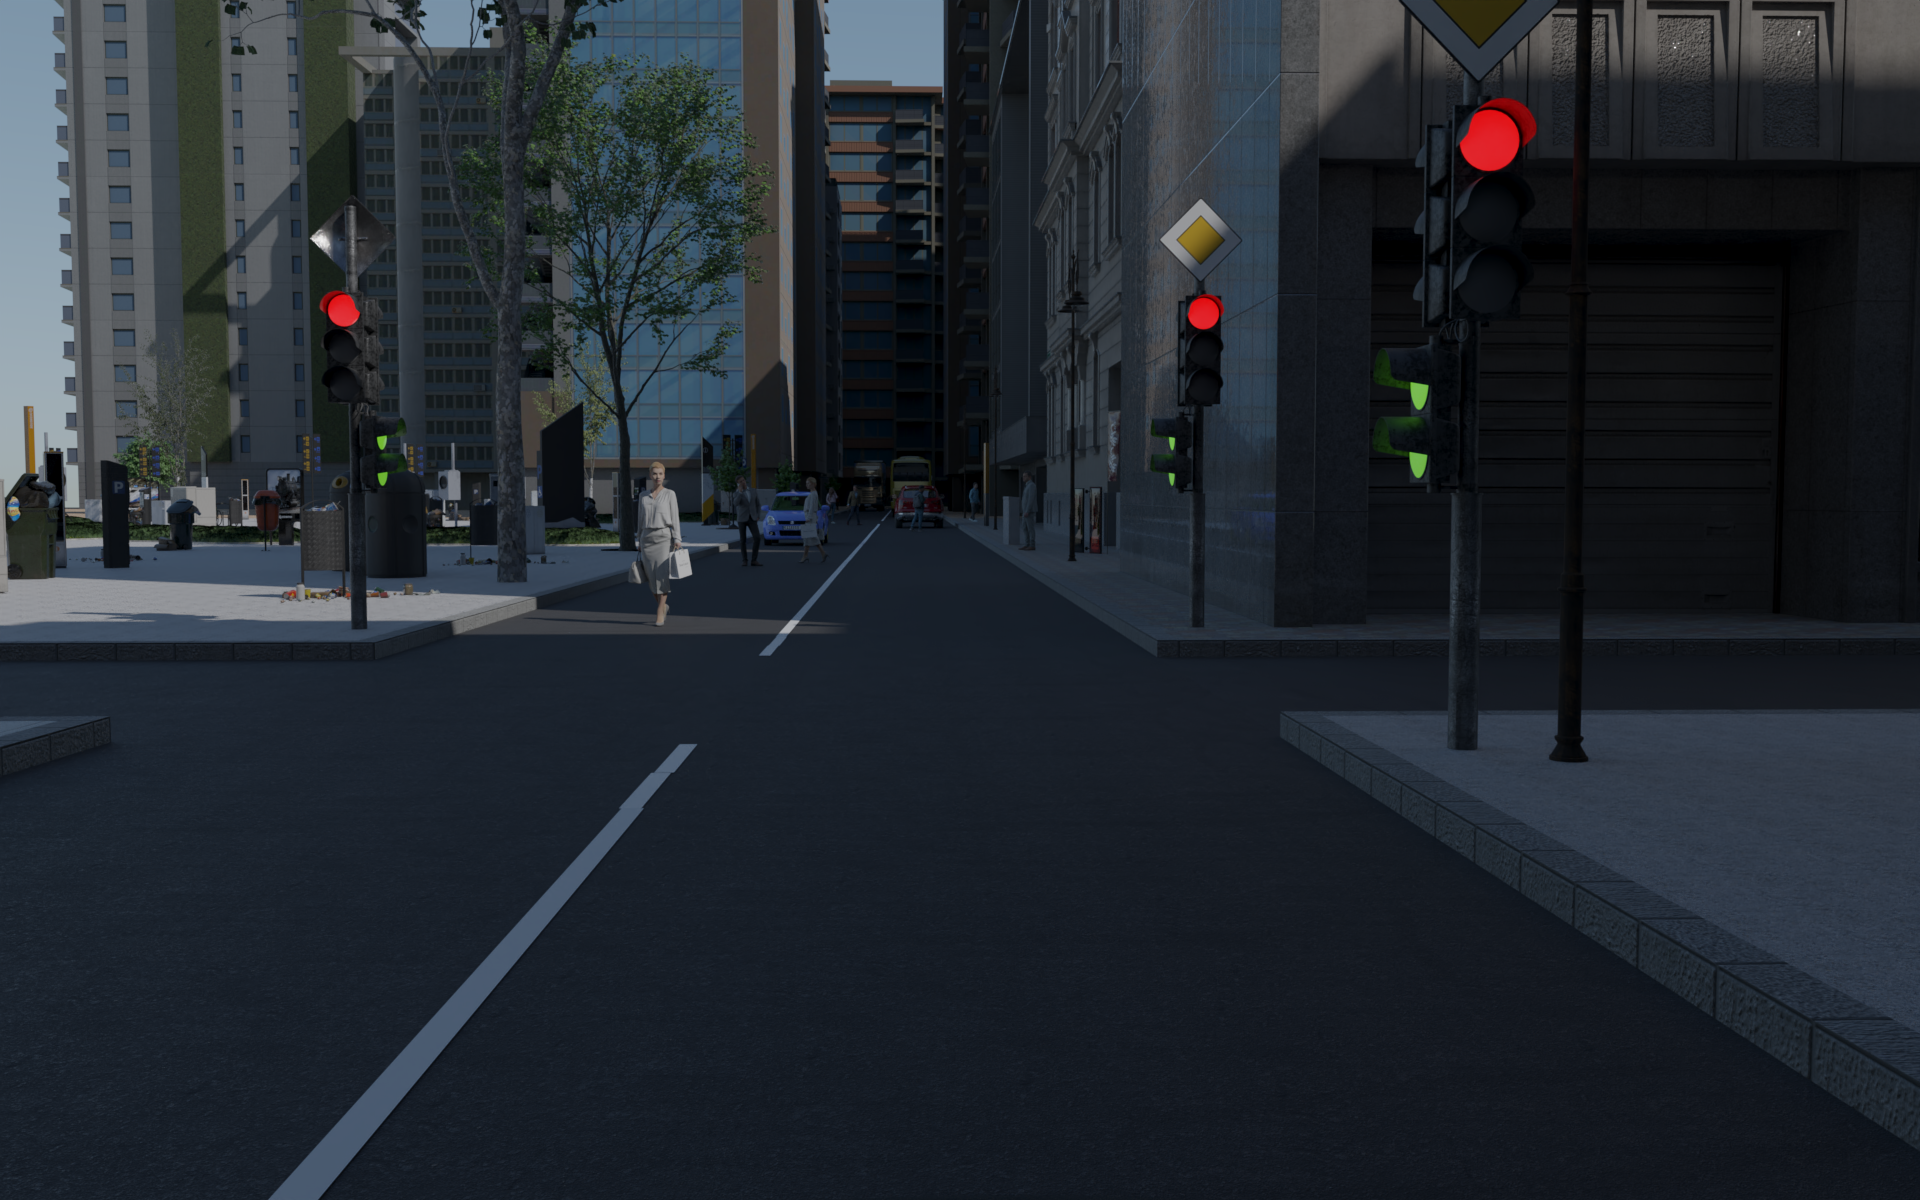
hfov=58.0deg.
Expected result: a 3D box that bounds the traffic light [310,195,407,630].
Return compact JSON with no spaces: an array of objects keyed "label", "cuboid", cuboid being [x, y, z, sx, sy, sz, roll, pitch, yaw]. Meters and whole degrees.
[{"label":"traffic light","cuboid":[-5.692,-1.677,16.340,0.839,4.253,0.868,0,4,-2]}]

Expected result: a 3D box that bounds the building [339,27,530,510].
[{"label":"building","cuboid":[-36.688,-28.033,150.214,23.993,40.220,32.217,0,4,-2]}]

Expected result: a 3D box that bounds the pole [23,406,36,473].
[{"label":"pole","cuboid":[-21.529,-2.831,40.129,0.158,3.312,0.155,0,3,0]}]

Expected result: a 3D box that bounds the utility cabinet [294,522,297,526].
[{"label":"utility cabinet","cuboid":[-26.605,-3.505,68.469,0.306,1.237,1.020,0,4,6]}]

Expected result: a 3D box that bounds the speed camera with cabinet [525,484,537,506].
[{"label":"speed camera with cabinet","cuboid":[-21.574,-5.679,87.187,2.038,3.252,0.660,0,4,-1]}]

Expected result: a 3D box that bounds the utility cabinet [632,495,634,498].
[{"label":"utility cabinet","cuboid":[-16.078,-4.688,87.806,1.020,1.237,0.306,-1,4,-12]}]

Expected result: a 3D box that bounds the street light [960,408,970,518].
[{"label":"street light","cuboid":[0.259,-7.249,91.307,0.468,5.910,1.993,0,4,-2]}]

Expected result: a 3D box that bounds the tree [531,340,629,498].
[{"label":"tree","cuboid":[-17.336,-7.942,80.208,4.737,8.622,4.395,0,3,0]}]

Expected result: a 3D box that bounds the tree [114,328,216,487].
[{"label":"tree","cuboid":[-34.549,-7.678,75.903,4.360,8.622,3.978,0,3,0]}]

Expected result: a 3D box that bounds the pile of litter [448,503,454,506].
[{"label":"pile of litter","cuboid":[-24.213,-4.252,83.483,1.176,0.858,1.719,-1,4,-13]}]

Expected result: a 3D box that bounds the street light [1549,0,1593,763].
[{"label":"street light","cuboid":[2.937,-2.165,8.178,0.468,5.910,1.993,0,4,-2]}]

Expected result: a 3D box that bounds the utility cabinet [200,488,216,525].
[{"label":"utility cabinet","cuboid":[-26.244,-3.111,59.543,1.173,1.500,0.318,-3,5,-43]}]

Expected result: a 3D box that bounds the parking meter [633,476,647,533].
[{"label":"parking meter","cuboid":[-10.522,-3.136,56.983,0.255,1.863,0.399,2,4,33]}]

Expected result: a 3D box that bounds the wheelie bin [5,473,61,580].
[{"label":"wheelie bin","cuboid":[-14.042,-1.120,26.224,0.693,1.594,0.980,-1,4,-11]}]

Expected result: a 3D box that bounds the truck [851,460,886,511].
[{"label":"truck","cuboid":[-7.631,-9.642,146.563,2.839,4.237,11.283,0,4,-1]}]

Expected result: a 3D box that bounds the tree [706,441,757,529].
[{"label":"tree","cuboid":[-8.532,-4.198,63.243,1.663,3.219,1.824,0,3,0]}]

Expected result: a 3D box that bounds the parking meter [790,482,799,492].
[{"label":"parking meter","cuboid":[-7.949,-4.745,83.286,0.399,1.863,0.255,2,4,29]}]

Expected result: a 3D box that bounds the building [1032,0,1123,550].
[{"label":"building","cuboid":[9.519,-16.032,49.513,14.401,28.519,23.554,0,4,-2]}]

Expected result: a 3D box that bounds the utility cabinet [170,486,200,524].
[{"label":"utility cabinet","cuboid":[-22.679,-2.563,50.580,0.318,1.500,1.173,-3,5,-45]}]

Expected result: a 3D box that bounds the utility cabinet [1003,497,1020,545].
[{"label":"utility cabinet","cuboid":[1.318,-2.021,44.204,0.306,1.237,1.020,0,4,-7]}]

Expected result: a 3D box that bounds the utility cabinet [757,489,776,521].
[{"label":"utility cabinet","cuboid":[-9.257,-4.454,81.499,1.173,1.500,0.318,-1,4,-18]}]

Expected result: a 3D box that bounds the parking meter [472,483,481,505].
[{"label":"parking meter","cuboid":[-24.418,-5.001,87.485,0.399,1.863,0.255,0,4,2]}]

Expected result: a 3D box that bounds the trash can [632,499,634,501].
[{"label":"trash can","cuboid":[-11.694,-3.081,62.028,0.748,1.137,0.748,0,3,0]}]

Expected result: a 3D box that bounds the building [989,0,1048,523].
[{"label":"building","cuboid":[9.095,-15.780,77.068,14.314,24.678,30.058,0,4,-2]}]

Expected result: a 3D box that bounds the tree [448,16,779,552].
[{"label":"tree","cuboid":[-7.650,-6.912,38.760,9.928,11.665,9.643,0,3,0]}]

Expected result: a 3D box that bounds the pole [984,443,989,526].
[{"label":"pole","cuboid":[1.057,-4.611,69.228,0.158,3.312,0.155,0,3,0]}]

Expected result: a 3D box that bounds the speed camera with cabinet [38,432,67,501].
[{"label":"speed camera with cabinet","cuboid":[-29.108,-3.699,54.807,0.660,3.252,2.038,0,4,4]}]

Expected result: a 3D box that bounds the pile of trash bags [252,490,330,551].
[{"label":"pile of trash bags","cuboid":[-14.284,-1.814,39.413,3.447,1.369,1.912,-1,4,-9]}]

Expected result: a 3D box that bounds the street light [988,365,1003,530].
[{"label":"street light","cuboid":[1.276,-5.464,62.121,0.468,5.910,1.993,0,4,-2]}]

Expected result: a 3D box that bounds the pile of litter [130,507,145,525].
[{"label":"pile of litter","cuboid":[-27.816,-2.696,58.041,1.176,0.858,1.719,-2,4,-32]}]

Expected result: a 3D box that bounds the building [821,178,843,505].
[{"label":"building","cuboid":[-17.942,-23.777,160.457,14.107,30.474,14.160,0,4,-2]}]

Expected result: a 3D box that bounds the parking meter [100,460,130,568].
[{"label":"parking meter","cuboid":[-14.649,-1.489,30.062,0.255,1.863,0.399,2,4,34]}]

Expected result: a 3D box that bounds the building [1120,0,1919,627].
[{"label":"building","cuboid":[12.764,-12.488,22.207,19.932,24.808,12.078,0,4,-2]}]

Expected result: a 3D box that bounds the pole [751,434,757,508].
[{"label":"pole","cuboid":[-7.009,-3.979,58.895,0.158,3.312,0.155,0,3,0]}]

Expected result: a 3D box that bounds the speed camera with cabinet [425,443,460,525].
[{"label":"speed camera with cabinet","cuboid":[-20.310,-4.478,67.547,2.038,3.252,0.660,3,5,40]}]

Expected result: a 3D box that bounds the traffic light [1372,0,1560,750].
[{"label":"traffic light","cuboid":[2.517,-1.205,8.625,0.839,4.253,0.868,0,4,-2]}]

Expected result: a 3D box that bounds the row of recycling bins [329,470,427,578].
[{"label":"row of recycling bins","cuboid":[-9.355,-1.270,27.884,1.069,1.692,3.534,-2,4,-31]}]

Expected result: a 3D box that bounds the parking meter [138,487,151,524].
[{"label":"parking meter","cuboid":[-28.991,-3.253,61.598,0.372,1.533,0.369,0,3,0]}]

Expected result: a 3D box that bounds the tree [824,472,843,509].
[{"label":"tree","cuboid":[-11.346,-9.682,152.898,1.663,3.219,1.824,0,3,0]}]

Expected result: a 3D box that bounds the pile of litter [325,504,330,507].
[{"label":"pile of litter","cuboid":[-26.837,-3.701,74.475,1.176,0.858,1.719,1,4,22]}]

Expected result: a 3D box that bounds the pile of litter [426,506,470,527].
[{"label":"pile of litter","cuboid":[-15.239,-2.209,50.084,1.719,0.858,1.176,1,4,21]}]

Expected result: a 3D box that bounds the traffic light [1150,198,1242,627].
[{"label":"traffic light","cuboid":[2.265,-1.693,16.606,0.839,4.253,0.868,0,4,-2]}]

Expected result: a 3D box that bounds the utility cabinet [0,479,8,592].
[{"label":"utility cabinet","cuboid":[-12.735,-0.858,22.703,0.318,1.500,1.173,-3,4,-35]}]

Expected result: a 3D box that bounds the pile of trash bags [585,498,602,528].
[{"label":"pile of trash bags","cuboid":[-15.131,-3.443,66.050,1.912,1.369,3.447,-3,4,-36]}]

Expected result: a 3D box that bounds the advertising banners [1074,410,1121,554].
[{"label":"advertising banners","cuboid":[2.910,-2.511,37.237,0.090,3.025,2.074,-2,4,-25]}]

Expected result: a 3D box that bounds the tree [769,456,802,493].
[{"label":"tree","cuboid":[-8.788,-5.647,86.924,1.663,3.219,1.824,0,3,0]}]

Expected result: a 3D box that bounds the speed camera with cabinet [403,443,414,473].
[{"label":"speed camera with cabinet","cuboid":[-22.353,-4.475,67.496,2.038,3.252,0.660,0,4,3]}]

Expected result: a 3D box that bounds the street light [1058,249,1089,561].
[{"label":"street light","cuboid":[2.144,-3.678,32.930,0.468,5.910,1.993,0,4,-2]}]

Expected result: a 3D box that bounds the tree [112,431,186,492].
[{"label":"tree","cuboid":[-41.148,-6.378,87.989,4.285,4.588,4.351,0,3,0]}]

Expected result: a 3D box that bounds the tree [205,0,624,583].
[{"label":"tree","cuboid":[-6.103,-10.411,26.110,12.611,20.169,13.585,0,3,0]}]
